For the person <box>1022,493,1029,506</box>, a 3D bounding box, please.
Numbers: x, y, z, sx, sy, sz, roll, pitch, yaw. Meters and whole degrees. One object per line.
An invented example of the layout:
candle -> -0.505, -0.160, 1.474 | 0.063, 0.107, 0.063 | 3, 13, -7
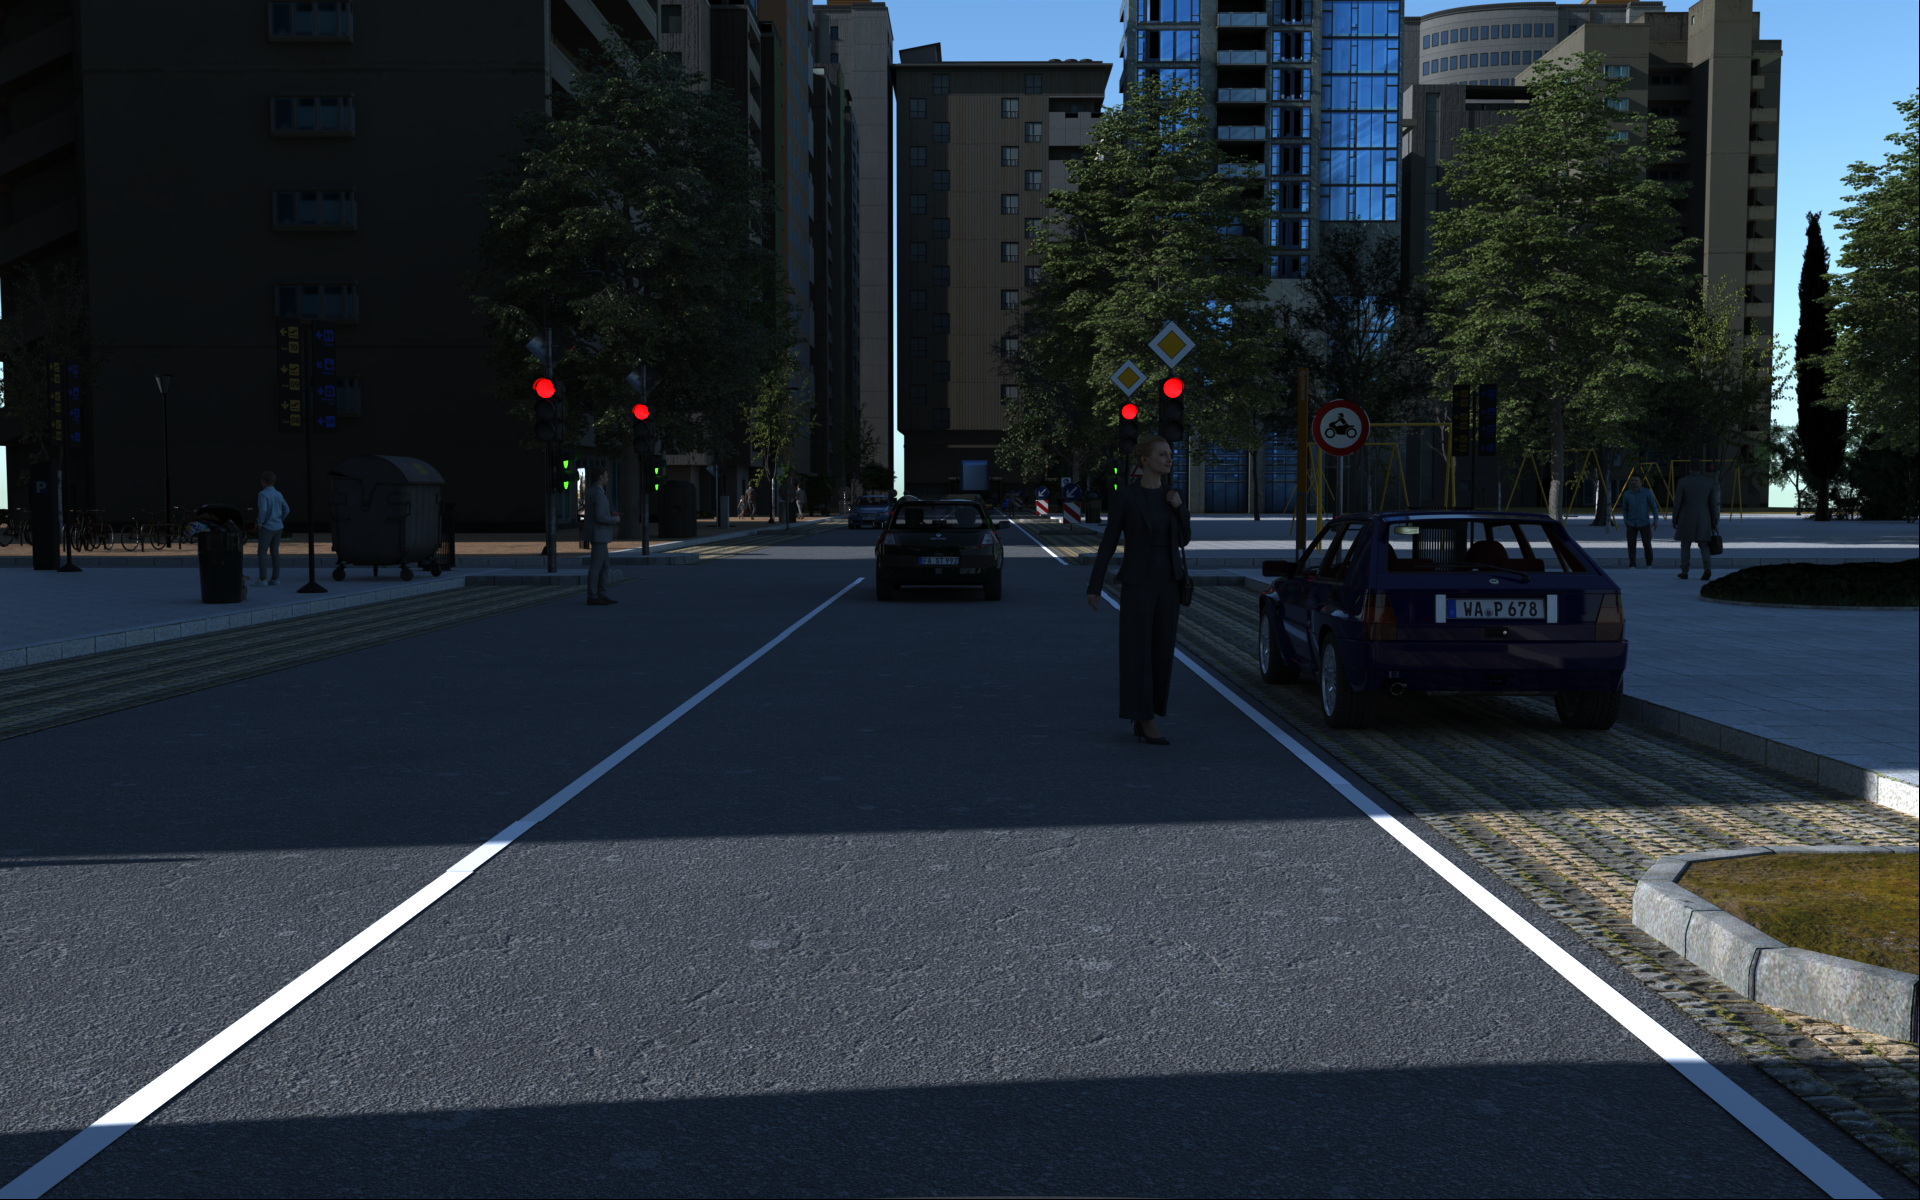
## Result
person -> 6.739, -10.378, 178.950 | 0.697, 1.427, 0.421 | 1, 4, 13

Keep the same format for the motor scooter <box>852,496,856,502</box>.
motor scooter -> -5.505, -5.002, 94.568 | 0.815, 1.314, 1.986 | 0, 4, -1

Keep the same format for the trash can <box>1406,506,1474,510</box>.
trash can -> 5.471, -0.496, 19.766 | 0.748, 1.137, 0.748 | 0, 3, 0

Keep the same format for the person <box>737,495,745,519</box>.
person -> -11.125, -4.726, 88.329 | 0.382, 1.210, 0.505 | 1, 4, 11

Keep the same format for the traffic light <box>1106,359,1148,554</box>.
traffic light -> 3.484, -2.887, 36.121 | 0.839, 4.253, 0.868 | 0, 4, 1

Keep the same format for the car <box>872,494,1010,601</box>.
car -> -0.275, -0.912, 24.696 | 2.009, 1.686, 4.222 | 0, 4, 0

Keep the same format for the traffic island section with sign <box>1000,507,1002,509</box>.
traffic island section with sign -> 4.814, -9.560, 164.938 | 1.989, 1.847, 2.006 | 0, 4, 1

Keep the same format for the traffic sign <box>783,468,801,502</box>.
traffic sign -> -8.357, -5.269, 86.151 | 0.884, 2.594, 0.081 | 0, 4, 2

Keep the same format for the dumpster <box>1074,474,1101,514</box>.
dumpster -> 6.117, -5.036, 84.824 | 1.502, 2.255, 1.985 | 0, 4, 1

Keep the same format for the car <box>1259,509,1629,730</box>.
car -> 3.119, 0.045, 11.838 | 1.945, 1.354, 3.894 | 0, 4, 1

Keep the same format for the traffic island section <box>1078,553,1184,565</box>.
traffic island section -> 3.524, -0.853, 36.235 | 2.009, 0.180, 2.903 | 0, 4, 1

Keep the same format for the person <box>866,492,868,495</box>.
person -> -9.506, -10.288, 174.255 | 0.705, 1.823, 1.348 | -3, 5, -42

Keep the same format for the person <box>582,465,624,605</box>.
person -> -4.588, -0.838, 22.408 | 0.583, 1.804, 0.606 | -2, 4, -29

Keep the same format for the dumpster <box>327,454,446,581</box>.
dumpster -> -8.648, -1.247, 26.140 | 1.264, 1.857, 1.865 | 0, 4, 1

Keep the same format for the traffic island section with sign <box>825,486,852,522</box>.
traffic island section with sign -> -5.775, -4.848, 87.894 | 1.989, 1.847, 2.006 | 0, 4, 1

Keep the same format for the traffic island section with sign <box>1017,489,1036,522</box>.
traffic island section with sign -> 4.048, -4.870, 88.253 | 1.989, 1.847, 2.006 | 0, 4, 1

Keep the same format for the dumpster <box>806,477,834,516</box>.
dumpster -> -8.102, -5.963, 99.993 | 1.502, 2.255, 1.985 | 0, 4, 0

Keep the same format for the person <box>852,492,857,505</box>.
person -> -11.400, -11.086, 187.851 | 0.434, 1.755, 0.990 | 1, 4, 23

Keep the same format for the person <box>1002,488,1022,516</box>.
person -> 3.362, -6.360, 112.490 | 1.348, 1.824, 0.705 | 0, 4, -2

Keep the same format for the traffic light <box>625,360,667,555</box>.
traffic light -> -6.577, -2.892, 36.206 | 0.839, 4.253, 0.868 | 0, 4, 1

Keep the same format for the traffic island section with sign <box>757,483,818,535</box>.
traffic island section with sign -> -6.044, -3.200, 60.940 | 1.989, 1.847, 2.006 | 0, 4, 1

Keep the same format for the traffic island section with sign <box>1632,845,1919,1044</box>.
traffic island section with sign -> 3.217, 0.206, 5.255 | 1.989, 1.847, 2.006 | 0, 4, 1

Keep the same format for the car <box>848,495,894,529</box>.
car -> -3.613, -3.668, 71.976 | 2.014, 1.417, 4.499 | 0, 4, 2

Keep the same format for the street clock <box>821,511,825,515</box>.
street clock -> -8.266, -6.123, 104.686 | 0.358, 2.002, 0.471 | -2, 4, -31

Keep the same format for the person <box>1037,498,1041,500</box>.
person -> 6.719, -8.576, 146.925 | 0.621, 1.740, 0.551 | 2, 4, 25

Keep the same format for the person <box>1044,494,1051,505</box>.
person -> 6.972, -8.032, 138.094 | 0.721, 1.736, 1.217 | -2, 4, -25

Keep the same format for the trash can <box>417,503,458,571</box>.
trash can -> -8.773, -1.061, 28.998 | 0.748, 1.137, 0.748 | 0, 3, 0

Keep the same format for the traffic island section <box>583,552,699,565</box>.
traffic island section -> -6.617, -0.860, 36.341 | 2.009, 0.180, 2.903 | 0, 4, 1

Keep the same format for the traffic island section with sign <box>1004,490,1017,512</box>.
traffic island section with sign -> 4.541, -7.912, 137.984 | 1.989, 1.847, 2.006 | 0, 4, 1

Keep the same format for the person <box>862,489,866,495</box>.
person -> -8.915, -9.347, 159.600 | 0.721, 1.736, 1.217 | -1, 4, -11

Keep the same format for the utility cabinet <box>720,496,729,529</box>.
utility cabinet -> -8.766, -3.260, 64.464 | 0.306, 1.237, 1.020 | 0, 4, -4

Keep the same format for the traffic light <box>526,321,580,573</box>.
traffic light -> -6.657, -2.404, 28.221 | 0.839, 4.253, 0.868 | 0, 4, 1

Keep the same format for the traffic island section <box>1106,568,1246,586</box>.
traffic island section -> 3.444, -0.365, 28.250 | 2.009, 0.180, 2.903 | 0, 4, 1

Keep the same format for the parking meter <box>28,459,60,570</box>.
parking meter -> -15.472, -1.440, 29.261 | 0.399, 1.863, 0.255 | 0, 4, -6

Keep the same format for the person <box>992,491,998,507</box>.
person -> 3.787, -10.960, 187.786 | 0.705, 1.814, 1.350 | -2, 4, -26

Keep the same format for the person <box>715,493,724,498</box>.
person -> -9.691, -3.896, 70.086 | 0.374, 1.781, 0.599 | 1, 4, 21

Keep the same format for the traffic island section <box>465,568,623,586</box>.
traffic island section -> -6.697, -0.372, 28.356 | 2.009, 0.180, 2.903 | 0, 4, 1

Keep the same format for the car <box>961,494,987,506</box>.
car -> 0.611, -5.690, 104.824 | 2.131, 1.459, 4.920 | 0, 4, -1

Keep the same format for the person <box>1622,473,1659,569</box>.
person -> 12.453, -1.417, 31.684 | 0.660, 1.820, 0.620 | 2, 4, 34

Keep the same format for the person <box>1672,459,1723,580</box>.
person -> 11.041, -1.214, 25.987 | 0.694, 1.812, 0.767 | 0, 4, 8

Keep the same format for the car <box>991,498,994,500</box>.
car -> 2.150, -9.119, 158.878 | 2.009, 1.686, 4.222 | 0, 4, 2

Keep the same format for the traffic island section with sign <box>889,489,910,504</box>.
traffic island section with sign -> -5.264, -7.929, 138.272 | 1.989, 1.847, 2.006 | 0, 4, 1

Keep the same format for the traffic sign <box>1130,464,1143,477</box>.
traffic sign -> 5.686, -3.263, 53.361 | 0.884, 2.594, 0.081 | 0, 4, 1

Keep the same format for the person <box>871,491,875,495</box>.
person -> -9.361, -11.088, 187.323 | 0.705, 1.826, 1.348 | 1, 4, 20

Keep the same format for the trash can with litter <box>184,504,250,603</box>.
trash can with litter -> -8.820, -0.565, 20.619 | 0.624, 1.170, 1.055 | -1, 4, -16

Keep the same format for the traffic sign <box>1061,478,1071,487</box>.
traffic sign -> 6.549, -6.414, 106.993 | 0.606, 2.300, 0.079 | 0, 4, 1

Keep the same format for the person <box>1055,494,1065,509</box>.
person -> 8.690, -8.566, 146.097 | 1.348, 1.824, 0.705 | 0, 4, 7

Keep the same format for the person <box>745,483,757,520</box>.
person -> -10.415, -4.914, 86.356 | 0.622, 1.834, 0.822 | 1, 4, 9

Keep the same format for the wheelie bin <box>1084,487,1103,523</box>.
wheelie bin -> 5.847, -4.178, 76.219 | 0.693, 1.594, 0.980 | -1, 4, -22

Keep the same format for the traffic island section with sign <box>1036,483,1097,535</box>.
traffic island section with sign -> 3.785, -3.199, 60.925 | 1.989, 1.847, 2.006 | 0, 4, 1

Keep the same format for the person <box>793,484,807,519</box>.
person -> -8.170, -5.021, 88.406 | 0.678, 1.792, 0.850 | -3, 4, -38

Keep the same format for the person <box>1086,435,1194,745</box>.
person -> 1.055, -0.069, 10.042 | 0.576, 1.772, 0.534 | -3, 5, -40

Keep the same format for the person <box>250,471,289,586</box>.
person -> -9.692, -1.007, 24.320 | 0.330, 1.601, 0.589 | 2, 4, 27

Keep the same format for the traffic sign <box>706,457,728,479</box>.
traffic sign -> -8.754, -3.824, 62.257 | 0.795, 2.593, 0.064 | 0, 4, 5

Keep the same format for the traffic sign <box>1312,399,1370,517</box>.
traffic sign -> 5.113, -1.420, 23.330 | 0.768, 2.556, 0.104 | 0, 4, 6

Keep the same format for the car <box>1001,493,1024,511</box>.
car -> 4.379, -8.292, 145.170 | 1.945, 1.707, 3.694 | 0, 4, 2

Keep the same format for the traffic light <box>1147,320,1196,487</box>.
traffic light -> 3.404, -2.399, 28.137 | 0.839, 4.253, 0.868 | 0, 4, 1

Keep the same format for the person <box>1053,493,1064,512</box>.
person -> 7.216, -7.324, 126.577 | 0.721, 1.735, 1.217 | 3, 5, 43
